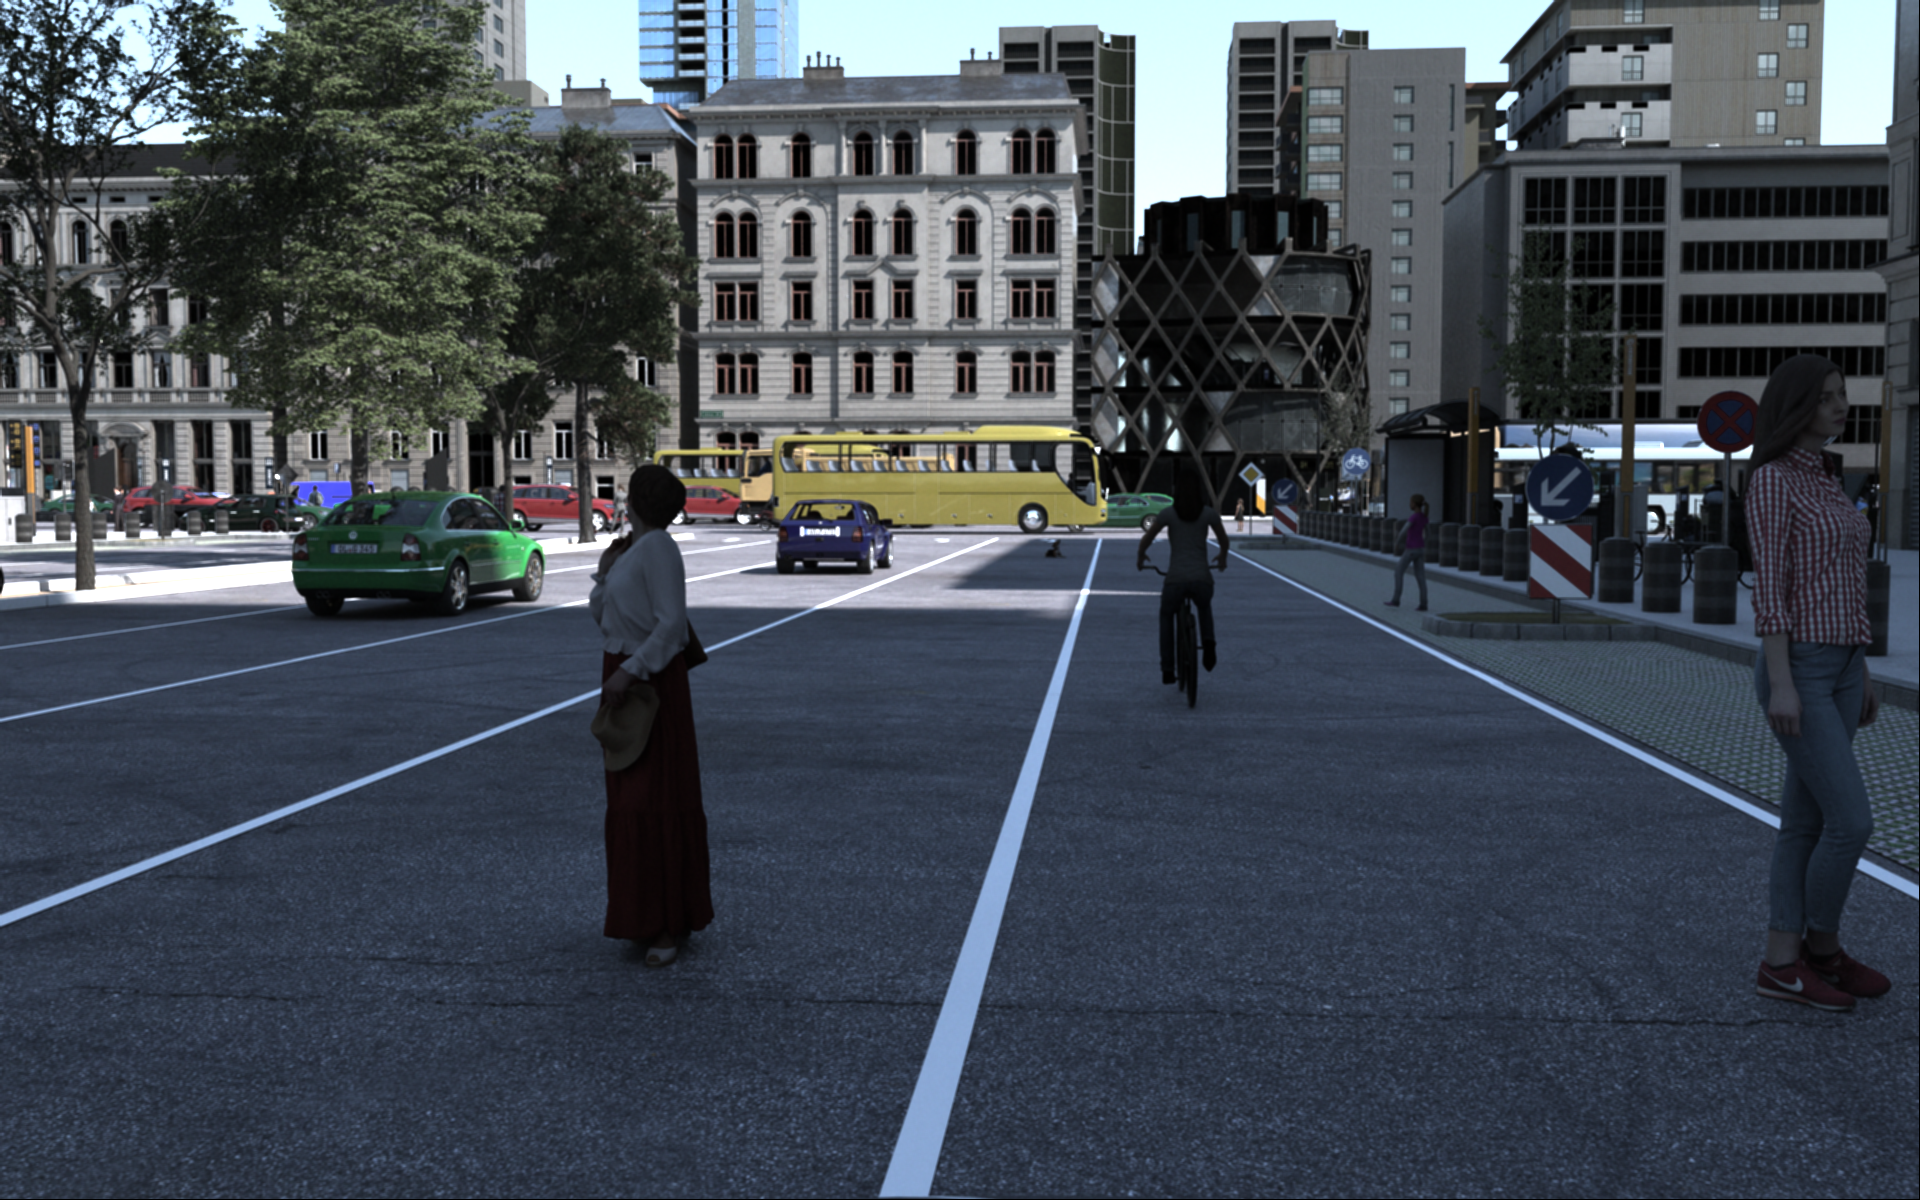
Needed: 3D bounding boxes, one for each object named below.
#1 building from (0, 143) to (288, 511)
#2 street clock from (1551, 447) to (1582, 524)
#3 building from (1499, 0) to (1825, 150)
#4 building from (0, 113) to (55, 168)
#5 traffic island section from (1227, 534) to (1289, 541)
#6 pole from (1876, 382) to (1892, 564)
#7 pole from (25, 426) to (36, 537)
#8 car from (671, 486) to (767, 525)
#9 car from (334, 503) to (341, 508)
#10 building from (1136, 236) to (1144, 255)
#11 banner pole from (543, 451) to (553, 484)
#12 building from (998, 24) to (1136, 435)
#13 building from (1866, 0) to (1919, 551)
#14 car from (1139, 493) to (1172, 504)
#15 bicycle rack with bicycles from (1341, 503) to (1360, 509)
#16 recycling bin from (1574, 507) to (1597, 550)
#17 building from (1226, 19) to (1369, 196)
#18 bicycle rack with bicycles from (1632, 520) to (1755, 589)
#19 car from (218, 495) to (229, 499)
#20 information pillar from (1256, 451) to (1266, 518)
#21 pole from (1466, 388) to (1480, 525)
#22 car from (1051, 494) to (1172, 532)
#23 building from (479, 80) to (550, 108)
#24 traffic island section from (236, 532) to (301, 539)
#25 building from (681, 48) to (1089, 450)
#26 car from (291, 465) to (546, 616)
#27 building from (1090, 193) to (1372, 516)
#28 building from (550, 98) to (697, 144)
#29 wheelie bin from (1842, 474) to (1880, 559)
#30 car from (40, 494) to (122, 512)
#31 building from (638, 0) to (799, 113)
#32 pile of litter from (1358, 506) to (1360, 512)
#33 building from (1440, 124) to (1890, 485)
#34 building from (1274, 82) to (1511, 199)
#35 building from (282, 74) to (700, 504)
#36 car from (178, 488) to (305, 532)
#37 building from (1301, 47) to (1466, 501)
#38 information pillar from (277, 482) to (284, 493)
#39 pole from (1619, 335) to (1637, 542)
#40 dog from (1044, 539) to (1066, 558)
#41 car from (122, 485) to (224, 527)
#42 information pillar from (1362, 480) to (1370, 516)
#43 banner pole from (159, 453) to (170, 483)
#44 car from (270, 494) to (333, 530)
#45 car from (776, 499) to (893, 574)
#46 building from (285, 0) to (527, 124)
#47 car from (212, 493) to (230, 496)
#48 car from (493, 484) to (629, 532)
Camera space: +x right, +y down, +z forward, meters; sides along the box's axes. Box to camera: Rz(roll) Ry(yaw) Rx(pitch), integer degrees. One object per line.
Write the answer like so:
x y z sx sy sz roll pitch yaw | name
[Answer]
-50.837 -17.227 110.548 19.941 23.489 11.050 0 4 5 | building
9.306 -1.351 26.662 0.358 2.002 0.471 -2 4 -26 | street clock
70.960 -36.209 181.263 27.495 52.752 28.713 0 4 5 | building
-70.627 -20.065 113.960 20.117 28.700 13.634 0 4 5 | building
9.016 -1.917 53.622 2.009 0.180 2.903 0 4 5 | traffic island section
16.839 -2.306 31.547 0.158 3.312 0.155 0 3 0 | pole
-27.963 -3.564 52.107 0.158 3.312 0.155 0 3 0 | pole
-11.396 -4.384 80.354 5.304 1.827 2.281 0 4 7 | car
-24.833 -4.067 75.285 4.718 1.807 1.959 0 4 6 | car
33.811 -35.553 264.891 14.086 41.232 14.154 0 4 5 | building
-24.076 -6.796 101.138 0.401 3.779 0.863 2 4 32 | banner pole
16.688 -50.726 267.627 20.611 71.187 20.563 0 4 5 | building
27.653 -11.756 25.491 16.112 22.955 30.059 0 4 5 | building
8.856 -4.592 83.875 4.718 1.807 1.959 0 4 6 | car
30.291 -7.225 131.506 2.925 0.926 2.852 2 4 35 | bicycle rack with bicycles
12.276 -1.328 34.264 0.722 1.027 0.722 1 4 22 | recycling bin
51.432 -50.563 264.951 20.611 71.187 20.563 0 4 5 | building
10.858 -0.644 23.915 2.852 0.926 2.925 -1 4 -10 | bicycle rack with bicycles
-33.236 -4.108 79.535 4.827 1.381 2.083 0 4 6 | car
16.462 -6.315 94.607 0.504 3.616 0.183 1 4 14 | information pillar
9.854 -2.412 33.286 0.158 3.312 0.155 0 3 0 | pole
5.839 -3.292 65.628 4.920 1.459 2.131 0 4 3 | car
-40.915 -29.061 167.026 32.217 40.220 23.993 0 4 5 | building
-21.904 -2.084 56.359 2.009 0.180 2.903 0 4 5 | traffic island section
-3.933 -19.563 107.246 23.554 28.519 14.401 0 4 5 | building
-6.641 -0.792 21.747 1.959 1.807 4.718 0 4 5 | car
16.602 -14.666 107.235 16.811 18.784 16.820 0 4 5 | building
-37.264 -33.034 194.732 28.867 44.769 22.147 0 4 5 | building
13.867 -1.171 27.058 0.693 1.594 0.980 -1 4 -22 | wheelie bin
-45.578 -4.829 90.760 4.920 1.459 2.131 0 4 5 | car
-37.418 -58.771 273.579 31.000 86.520 22.319 0 4 5 | building
30.035 -6.861 126.150 1.719 0.858 1.176 -3 4 -36 | pile of litter
45.485 -17.435 104.127 30.058 24.678 14.314 0 4 5 | building
44.915 -32.364 183.776 22.147 44.769 28.867 0 4 5 | building
-28.348 -19.070 109.057 25.104 27.353 12.463 0 4 5 | building
-24.939 -3.083 60.196 4.222 1.686 2.009 0 4 6 | car
38.906 -29.315 162.895 14.154 41.232 14.086 0 4 5 | building
-39.937 -5.958 101.912 0.304 2.012 0.304 1 4 21 | information pillar
8.595 -1.740 22.297 0.158 3.312 0.155 0 3 0 | pole
2.184 -1.171 39.340 0.550 0.427 0.748 1 4 12 | dog
-33.724 -4.081 75.397 5.304 1.827 2.281 0 4 7 | car
20.959 -5.189 89.340 0.304 2.012 0.304 3 5 41 | information pillar
-48.203 -7.026 104.886 0.401 3.779 0.863 2 4 34 | banner pole
-27.031 -3.504 69.095 4.920 1.459 2.131 0 4 4 | car
-2.294 -1.210 32.357 1.945 1.354 3.894 0 4 5 | car
-61.800 -46.425 197.304 20.611 71.187 20.563 0 4 5 | building
-39.158 -4.868 89.176 3.694 1.707 1.945 0 4 5 | car
-15.255 -3.532 66.428 5.304 1.827 2.281 0 4 7 | car
